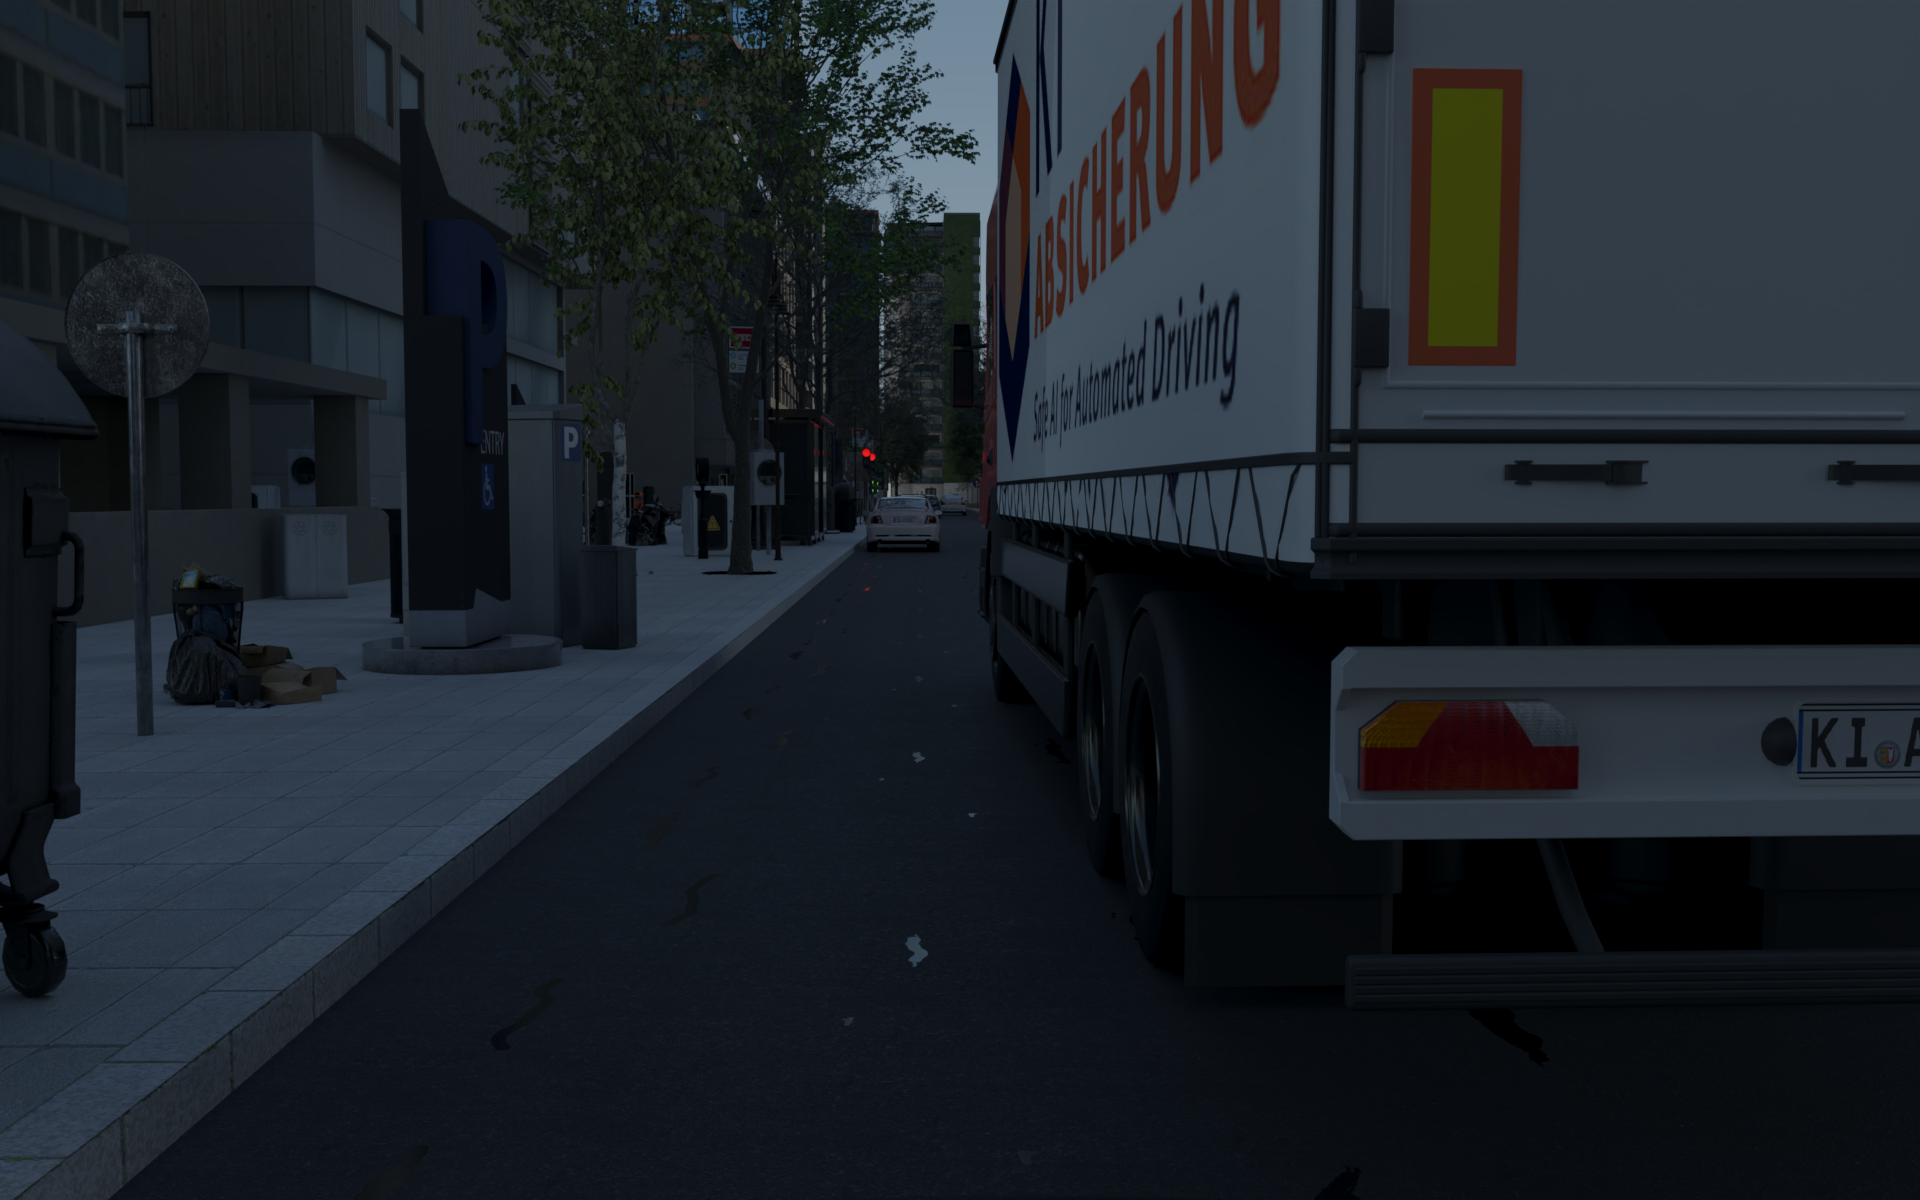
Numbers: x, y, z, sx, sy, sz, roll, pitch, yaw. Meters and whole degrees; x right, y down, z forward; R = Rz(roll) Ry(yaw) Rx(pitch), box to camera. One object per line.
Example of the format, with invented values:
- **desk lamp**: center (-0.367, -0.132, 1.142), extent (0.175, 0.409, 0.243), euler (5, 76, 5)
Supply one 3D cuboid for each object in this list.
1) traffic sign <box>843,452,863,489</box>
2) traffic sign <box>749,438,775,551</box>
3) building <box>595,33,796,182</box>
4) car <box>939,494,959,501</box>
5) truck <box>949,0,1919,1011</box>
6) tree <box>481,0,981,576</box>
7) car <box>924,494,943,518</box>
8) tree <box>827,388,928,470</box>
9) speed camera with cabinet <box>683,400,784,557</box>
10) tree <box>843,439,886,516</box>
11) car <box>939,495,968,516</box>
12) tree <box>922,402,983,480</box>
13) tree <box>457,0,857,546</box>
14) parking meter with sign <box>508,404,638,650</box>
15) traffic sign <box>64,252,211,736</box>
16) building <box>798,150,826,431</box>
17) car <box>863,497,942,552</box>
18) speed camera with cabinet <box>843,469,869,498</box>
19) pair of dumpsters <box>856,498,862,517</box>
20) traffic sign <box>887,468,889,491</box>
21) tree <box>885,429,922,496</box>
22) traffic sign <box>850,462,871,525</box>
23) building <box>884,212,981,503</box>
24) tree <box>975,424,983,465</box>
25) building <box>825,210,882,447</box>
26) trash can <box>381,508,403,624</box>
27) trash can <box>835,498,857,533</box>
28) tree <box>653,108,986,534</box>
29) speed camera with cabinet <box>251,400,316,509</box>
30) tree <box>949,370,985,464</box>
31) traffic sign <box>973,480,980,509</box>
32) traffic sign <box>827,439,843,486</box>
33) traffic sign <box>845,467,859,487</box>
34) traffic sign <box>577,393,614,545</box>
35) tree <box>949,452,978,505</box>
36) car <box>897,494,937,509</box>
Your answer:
- **traffic sign**: center (-5.833, -5.510, 83.964), extent (2.265, 3.308, 0.079), euler (0, 4, 3)
- **traffic sign**: center (-4.551, -2.380, 39.014), extent (0.768, 2.556, 0.104), euler (0, 4, 6)
- **building**: center (-26.022, -31.417, 168.290), extent (22.147, 44.769, 28.867), euler (0, 4, -1)
- **car**: center (-0.715, -7.944, 138.683), extent (1.959, 1.807, 4.718), euler (0, 4, 0)
- **truck**: center (1.549, -1.203, 8.590), extent (2.839, 4.237, 11.283), euler (0, 4, -3)
- **tree**: center (-3.541, -6.203, 27.169), extent (9.928, 11.665, 9.643), euler (0, 3, 0)
- **car**: center (-2.029, -5.591, 103.416), extent (2.014, 1.417, 4.499), euler (0, 4, 0)
- **tree**: center (-6.881, -12.950, 146.143), extent (8.767, 10.594, 7.601), euler (-1, 4, -14)
- **speed camera with cabinet**: center (-4.693, -2.543, 35.913), extent (2.038, 3.252, 0.660), euler (-2, 4, -27)
- **tree**: center (-6.029, -7.209, 101.581), extent (4.285, 4.588, 4.351), euler (0, 3, 0)
- **car**: center (-0.494, -6.399, 116.988), extent (2.083, 1.381, 4.827), euler (0, 4, -1)
- **tree**: center (1.735, -14.816, 160.370), extent (7.486, 12.596, 7.792), euler (0, 3, 0)
- **tree**: center (-3.443, -4.148, 18.186), extent (4.737, 8.622, 4.395), euler (0, 3, 0)
- **parking meter with sign**: center (-3.567, -1.120, 14.571), extent (1.738, 3.016, 0.543), euler (1, 4, 18)
- **traffic sign**: center (-4.334, -0.552, 9.138), extent (0.768, 2.556, 0.104), euler (0, 4, 0)
- **building**: center (-22.197, -31.008, 190.577), extent (14.154, 41.232, 14.086), euler (0, 4, -1)
- **car**: center (-1.475, -1.973, 44.624), extent (2.083, 1.381, 4.827), euler (0, 4, -3)
- **speed camera with cabinet**: center (-5.802, -5.973, 91.995), extent (2.038, 3.252, 0.660), euler (2, 4, 32)
- **pair of dumpsters**: center (-6.196, -5.696, 95.627), extent (1.574, 2.255, 4.437), euler (0, 4, -1)
- **traffic sign**: center (-6.688, -8.642, 135.163), extent (2.265, 3.308, 0.079), euler (0, 4, 8)
- **tree**: center (-7.640, -18.270, 216.834), extent (7.486, 12.596, 7.792), euler (0, 3, 0)
- **traffic sign**: center (-4.067, -4.322, 70.661), extent (0.884, 2.594, 0.081), euler (0, 4, 5)
- **building**: center (-4.152, -34.837, 253.175), extent (14.086, 41.232, 14.154), euler (0, 4, -1)
- **tree**: center (3.079, -11.433, 137.292), extent (4.737, 8.622, 4.395), euler (0, 3, 0)
- **building**: center (-26.106, -36.822, 256.656), extent (28.867, 44.769, 22.147), euler (0, 4, -1)
- **trash can**: center (-5.372, -0.344, 17.279), extent (0.748, 1.137, 0.748), euler (0, 3, 0)
- **trash can**: center (-3.796, -2.826, 57.851), extent (0.748, 1.137, 0.748), euler (0, 3, 0)
- **tree**: center (-4.585, -8.871, 55.407), extent (12.009, 13.543, 11.850), euler (0, 3, 0)
- **speed camera with cabinet**: center (-13.289, -2.404, 33.639), extent (2.038, 3.252, 0.660), euler (0, 4, 2)
- **tree**: center (2.716, -10.748, 110.140), extent (7.601, 10.594, 8.767), euler (0, 4, 5)
- **traffic sign**: center (1.537, -9.295, 152.073), extent (0.768, 2.556, 0.104), euler (0, 4, 3)
- **traffic sign**: center (-5.397, -4.263, 63.577), extent (2.265, 3.308, 0.079), euler (0, 4, 8)
- **traffic sign**: center (-5.081, -5.035, 82.421), extent (0.768, 2.556, 0.104), euler (0, 4, 6)
- **traffic sign**: center (-4.676, -1.327, 21.703), extent (0.884, 2.594, 0.081), euler (0, 4, 1)
- **tree**: center (0.880, -16.213, 215.441), extent (4.360, 8.622, 3.978), euler (0, 3, 0)
- **car**: center (-1.922, -3.651, 69.484), extent (2.009, 1.686, 4.222), euler (0, 4, -2)
